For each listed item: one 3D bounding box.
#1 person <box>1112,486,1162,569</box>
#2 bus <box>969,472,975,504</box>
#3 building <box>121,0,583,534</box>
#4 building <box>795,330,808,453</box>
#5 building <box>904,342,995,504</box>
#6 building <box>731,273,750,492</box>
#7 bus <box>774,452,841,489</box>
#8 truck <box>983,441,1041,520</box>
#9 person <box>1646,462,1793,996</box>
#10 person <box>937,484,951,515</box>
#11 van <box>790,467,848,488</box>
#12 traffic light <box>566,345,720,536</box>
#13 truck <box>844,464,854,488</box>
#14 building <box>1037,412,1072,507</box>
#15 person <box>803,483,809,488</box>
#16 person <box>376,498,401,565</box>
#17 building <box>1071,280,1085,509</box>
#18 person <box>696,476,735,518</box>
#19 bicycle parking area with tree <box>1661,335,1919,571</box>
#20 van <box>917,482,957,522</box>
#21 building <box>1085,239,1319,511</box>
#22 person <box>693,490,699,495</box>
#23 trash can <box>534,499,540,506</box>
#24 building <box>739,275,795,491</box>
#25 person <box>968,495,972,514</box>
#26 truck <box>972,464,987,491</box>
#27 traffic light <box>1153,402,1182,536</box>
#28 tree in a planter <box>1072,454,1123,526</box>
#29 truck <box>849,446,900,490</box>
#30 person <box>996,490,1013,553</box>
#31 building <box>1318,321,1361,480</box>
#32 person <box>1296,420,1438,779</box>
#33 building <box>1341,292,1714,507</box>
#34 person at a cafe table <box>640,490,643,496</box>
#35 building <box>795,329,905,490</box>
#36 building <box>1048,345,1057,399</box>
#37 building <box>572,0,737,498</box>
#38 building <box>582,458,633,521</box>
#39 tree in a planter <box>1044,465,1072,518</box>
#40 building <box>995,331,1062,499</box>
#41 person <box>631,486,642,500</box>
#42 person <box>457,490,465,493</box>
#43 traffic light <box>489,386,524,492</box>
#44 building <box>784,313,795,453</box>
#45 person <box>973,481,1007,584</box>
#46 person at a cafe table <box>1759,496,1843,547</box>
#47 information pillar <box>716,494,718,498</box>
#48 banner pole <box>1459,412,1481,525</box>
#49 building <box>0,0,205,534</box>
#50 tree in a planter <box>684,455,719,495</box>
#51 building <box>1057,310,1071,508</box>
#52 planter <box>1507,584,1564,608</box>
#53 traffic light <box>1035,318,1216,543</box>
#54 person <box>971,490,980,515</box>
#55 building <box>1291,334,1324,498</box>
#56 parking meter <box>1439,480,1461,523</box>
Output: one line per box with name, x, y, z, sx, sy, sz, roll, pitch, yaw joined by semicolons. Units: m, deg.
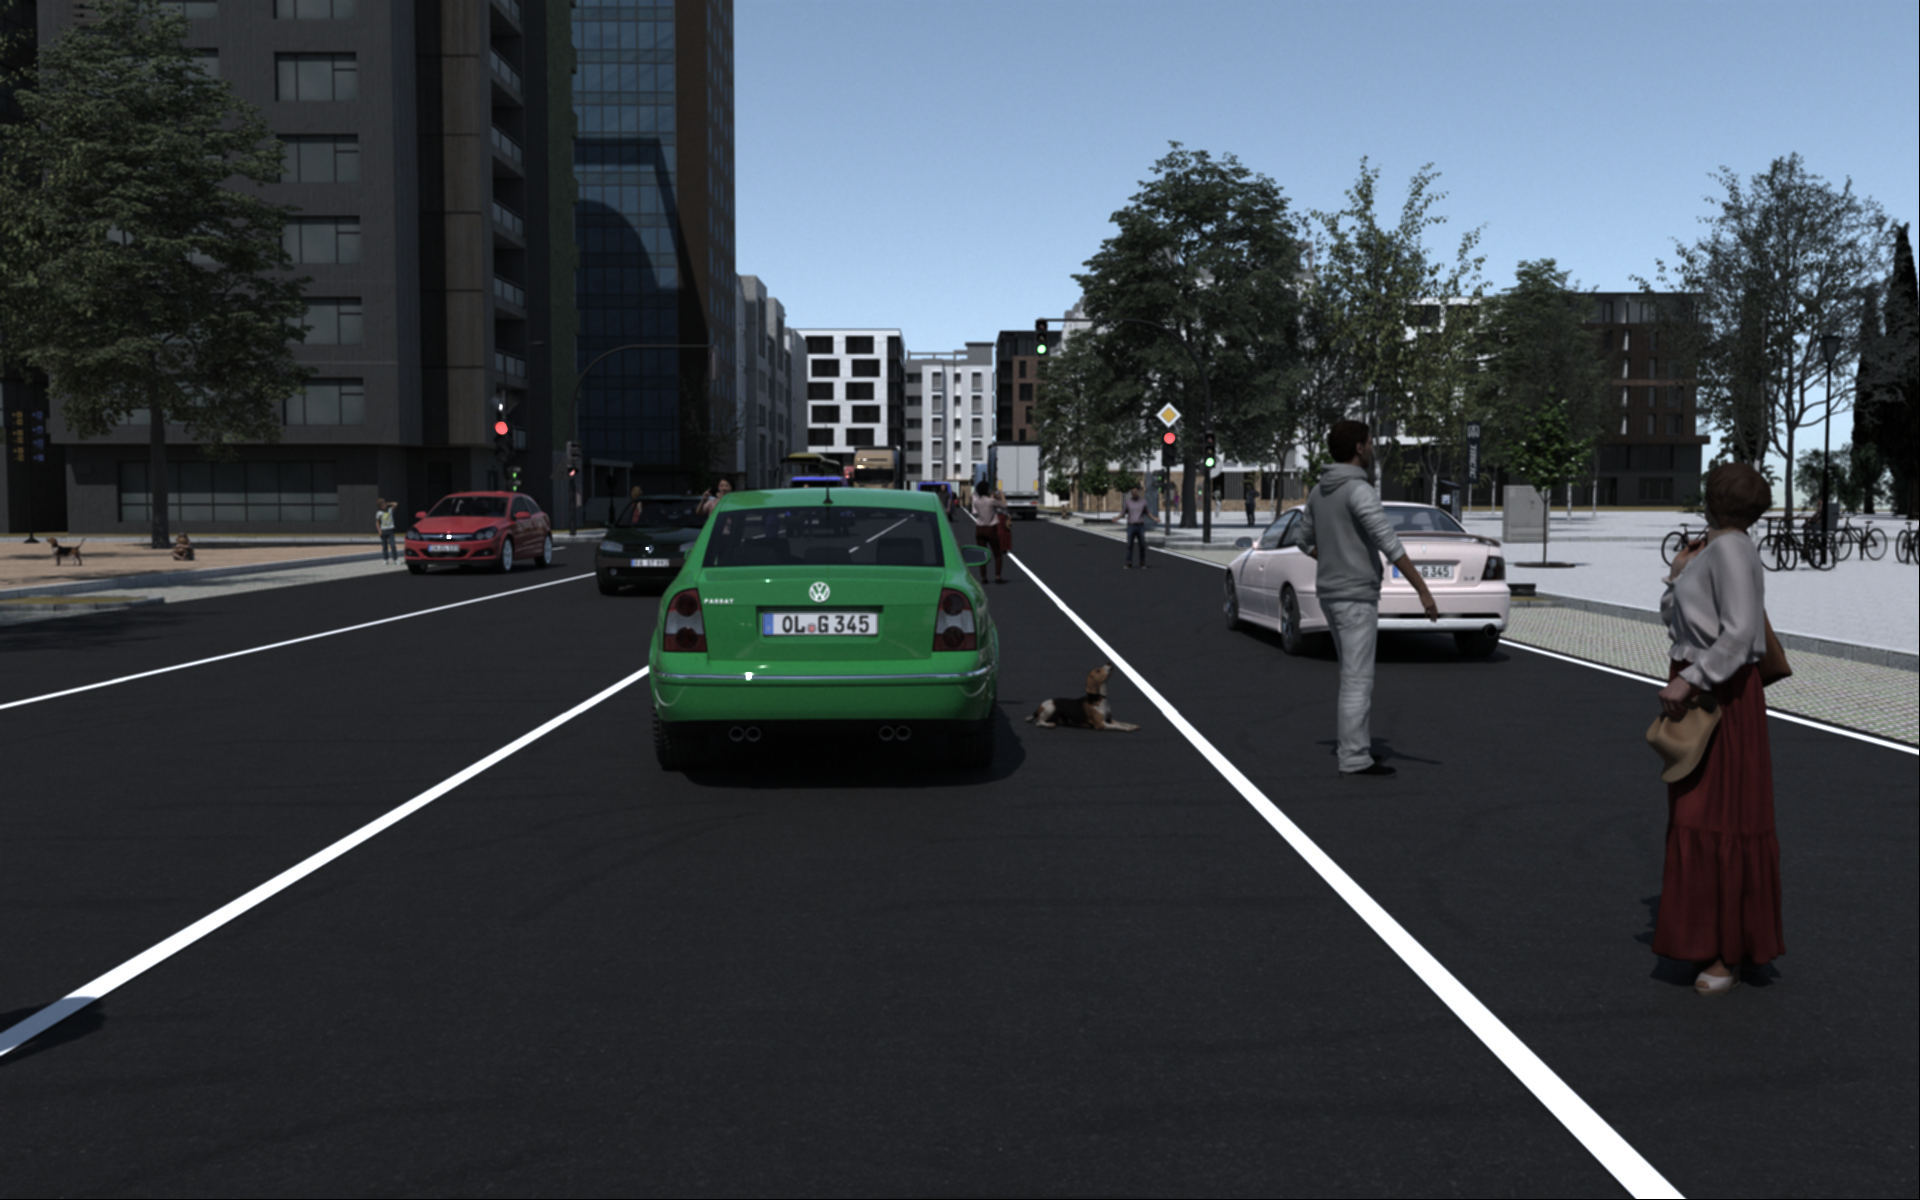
person;3.370;-1.397;33.300;0.963;1.587;0.435;0;4;-2
bus;2.499;-10.963;170.787;2.896;3.916;12.252;0;4;-2
building;-21.893;-23.047;60.418;14.154;41.232;14.086;0;4;0
building;-33.504;-20.052;194.314;31.486;18.905;16.747;0;4;0
building;-1.430;-22.360;222.003;11.380;20.091;16.016;0;4;0
building;-24.648;-16.978;134.013;16.016;20.091;11.380;0;4;0
bus;-9.119;-6.994;105.894;2.896;3.916;12.252;0;4;1
truck;2.895;-6.639;97.464;2.839;4.237;11.283;0;4;-2
person;2.243;0.358;5.114;0.387;1.526;0.523;2;4;25
person;-0.654;-3.378;63.856;0.598;1.807;0.434;2;4;30
van;-4.819;-3.347;59.114;2.240;2.365;5.245;0;4;0
traffic light;-9.737;-4.787;52.932;4.771;5.953;1.251;0;4;0
truck;-9.500;-10.552;161.441;2.839;4.237;11.283;0;4;-1
building;13.106;-14.396;177.527;9.099;9.664;28.070;0;4;0
person;-4.695;-2.717;53.449;0.617;1.759;0.750;-1;4;-16
person;-11.559;-1.384;35.031;0.435;1.345;0.340;-2;4;-27
building;17.999;-17.723;146.190;16.016;20.091;11.380;0;4;0
person;-2.817;-0.635;20.342;0.517;1.644;0.566;3;5;43
bicycle parking area with tree;17.407;-2.596;29.451;9.016;4.147;8.231;-1;4;-22
van;-1.315;-5.298;91.006;2.240;2.365;5.245;0;4;0
building;18.360;-16.987;134.165;16.016;20.091;11.380;0;4;0
person;-11.586;-4.057;76.537;0.444;1.614;0.593;0;4;-2
trash can;-13.774;-2.673;55.358;0.748;1.137;0.748;0;3;0
building;-24.937;-17.707;155.967;16.747;18.905;31.486;0;4;0
person;0.696;-6.817;123.864;0.340;1.345;0.435;-1;4;-11
truck;2.419;-9.695;148.264;2.967;4.110;18.799;0;4;1
traffic light;6.352;-3.920;53.013;0.839;4.253;0.868;0;4;0
tree in a planter;6.236;-4.932;77.854;1.991;3.239;1.994;0;4;0
truck;-4.970;-7.012;103.559;2.839;4.237;11.283;0;4;-1
person;0.997;-1.875;41.631;0.523;1.526;0.387;-3;4;-36
building;37.855;-20.721;195.201;11.380;20.091;16.016;0;4;0
person;2.073;-0.011;8.820;0.789;1.805;0.875;-1;4;-21
building;59.904;-21.135;189.525;32.646;21.610;27.936;0;4;0
person at a cafe table;-18.692;-5.801;103.359;1.622;1.524;1.698;-1;4;-17
building;-23.799;-23.496;228.135;32.646;21.610;27.936;0;4;0
building;18.114;-20.826;196.927;16.016;20.091;11.380;0;4;0
building;-22.644;-28.392;114.325;14.600;45.320;14.200;0;4;0
building;-33.835;-24.189;87.365;32.217;40.220;23.993;0;4;0
tree in a planter;6.072;-6.585;104.886;1.991;3.239;1.994;0;4;0
building;21.250;-23.447;227.340;32.646;21.610;27.936;0;4;0
person;-7.241;-1.777;39.260;0.444;1.614;0.593;0;4;-4
person;-11.805;-1.826;40.822;0.523;1.526;0.387;-2;4;-30
traffic light;-11.779;-3.424;44.899;0.839;4.253;0.868;0;4;0
building;-24.868;-19.627;177.323;16.016;20.091;11.380;0;4;0
person;0.480;-1.086;27.709;0.566;1.644;0.517;-2;4;-24
person at a cafe table;20.528;-1.901;41.938;1.698;1.238;1.726;-1;4;-11
information pillar;-14.391;-6.076;103.842;0.304;2.012;0.304;3;5;39
banner pole;15.391;-3.819;52.458;0.401;3.779;0.863;-3;5;-43
building;-37.612;-23.123;61.648;14.086;41.232;14.154;0;4;0
tree in a planter;-11.697;-4.955;78.241;1.991;3.239;1.994;0;4;0
building;17.390;-18.417;157.545;16.016;20.091;11.380;0;4;0
planter;6.575;-0.094;22.683;1.991;0.319;1.994;0;4;0
traffic light;4.311;-4.294;44.874;4.771;5.953;1.251;0;4;0
person;1.057;-6.527;115.883;0.551;1.740;0.621;-2;4;-26
building;53.895;-23.462;227.577;32.646;21.610;27.936;0;4;0
parking meter;8.662;-1.360;30.653;0.372;1.533;0.369;0;3;0
